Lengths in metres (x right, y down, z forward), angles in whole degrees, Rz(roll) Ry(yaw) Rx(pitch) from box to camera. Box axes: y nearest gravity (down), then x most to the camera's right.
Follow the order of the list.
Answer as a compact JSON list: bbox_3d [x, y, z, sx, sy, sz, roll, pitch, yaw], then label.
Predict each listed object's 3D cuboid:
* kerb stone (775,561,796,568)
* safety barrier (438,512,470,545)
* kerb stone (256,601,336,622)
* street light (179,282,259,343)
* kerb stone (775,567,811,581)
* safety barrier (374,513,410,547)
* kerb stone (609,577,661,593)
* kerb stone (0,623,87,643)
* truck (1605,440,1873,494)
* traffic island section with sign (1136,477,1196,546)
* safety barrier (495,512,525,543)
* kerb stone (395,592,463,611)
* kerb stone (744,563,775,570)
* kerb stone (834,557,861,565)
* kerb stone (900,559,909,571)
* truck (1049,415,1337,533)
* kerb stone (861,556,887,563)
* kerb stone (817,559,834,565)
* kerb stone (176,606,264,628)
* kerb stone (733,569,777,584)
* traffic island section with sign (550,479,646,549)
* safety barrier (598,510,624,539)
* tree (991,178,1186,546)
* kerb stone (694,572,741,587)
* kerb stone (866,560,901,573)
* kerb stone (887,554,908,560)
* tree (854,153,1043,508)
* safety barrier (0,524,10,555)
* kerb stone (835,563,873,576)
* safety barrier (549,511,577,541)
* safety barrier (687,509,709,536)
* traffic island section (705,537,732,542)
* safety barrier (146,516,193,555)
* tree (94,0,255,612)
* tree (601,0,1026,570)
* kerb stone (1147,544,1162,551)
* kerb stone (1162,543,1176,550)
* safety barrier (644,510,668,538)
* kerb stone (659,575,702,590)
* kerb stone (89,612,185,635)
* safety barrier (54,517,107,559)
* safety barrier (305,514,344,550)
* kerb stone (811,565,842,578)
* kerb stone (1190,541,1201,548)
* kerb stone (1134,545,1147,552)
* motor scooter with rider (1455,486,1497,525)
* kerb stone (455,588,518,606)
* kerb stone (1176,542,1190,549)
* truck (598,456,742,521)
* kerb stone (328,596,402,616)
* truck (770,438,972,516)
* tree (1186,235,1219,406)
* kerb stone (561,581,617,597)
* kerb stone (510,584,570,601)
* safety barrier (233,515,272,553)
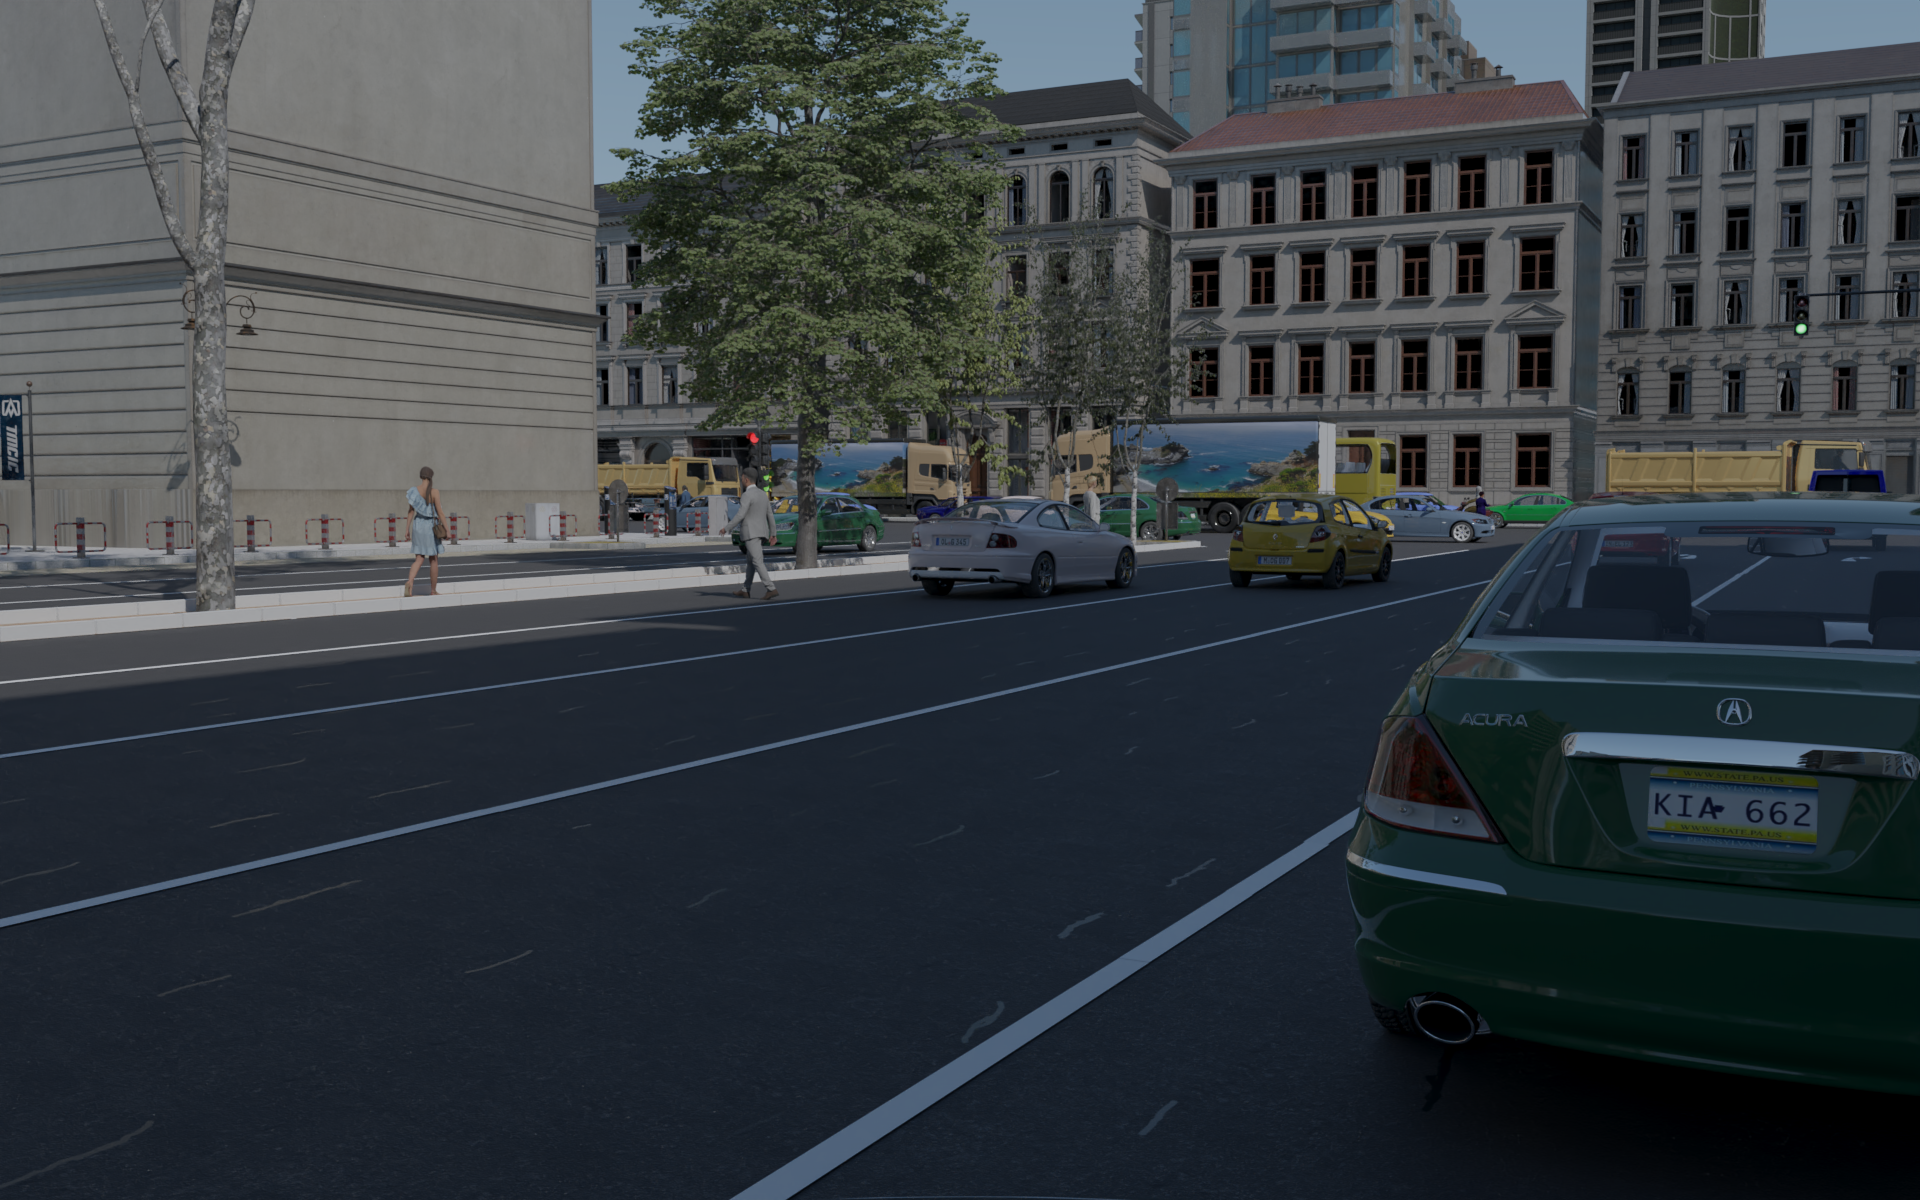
[{"bbox_3d":[-3.284,-0.639,32.760,0.120,0.150,1.000,2,4,28],"label":"kerb stone"},{"bbox_3d":[-12.733,-1.791,43.560,0.300,0.817,1.120,2,4,28],"label":"safety barrier"},{"bbox_3d":[-7.647,0.140,19.922,0.120,0.150,1.000,2,4,28],"label":"kerb stone"},{"bbox_3d":[-16.104,-3.977,37.814,0.468,5.910,1.993,2,4,28],"label":"street light"},{"bbox_3d":[-2.868,-0.416,29.047,0.120,0.150,1.000,2,4,28],"label":"kerb stone"},{"bbox_3d":[-13.683,-1.680,41.738,0.300,0.817,1.120,2,4,28],"label":"safety barrier"},{"bbox_3d":[-4.779,-0.196,25.393,0.120,0.150,1.000,2,4,28],"label":"kerb stone"},{"bbox_3d":[-9.074,0.312,17.178,0.120,0.150,1.000,2,4,28],"label":"kerb stone"},{"bbox_3d":[29.107,-4.150,63.769,9.791,3.379,3.469,2,4,30],"label":"truck"},{"bbox_3d":[5.397,-2.378,47.014,2.006,1.907,1.989,2,4,28],"label":"traffic island section with sign"},{"bbox_3d":[-11.782,-1.902,45.374,0.300,0.817,1.120,2,4,28],"label":"safety barrier"},{"bbox_3d":[-6.678,0.028,21.745,0.120,0.150,1.000,2,4,28],"label":"kerb stone"},{"bbox_3d":[-3.771,-0.590,31.845,0.120,0.150,1.000,2,4,28],"label":"kerb stone"},{"bbox_3d":[-2.333,-0.751,34.585,0.120,0.150,1.000,2,4,28],"label":"kerb stone"},{"bbox_3d":[-0.956,-0.642,32.699,0.120,0.150,1.000,2,4,28],"label":"kerb stone"},{"bbox_3d":[8.262,-4.655,65.024,11.283,4.237,2.839,2,4,27],"label":"truck"},{"bbox_3d":[-1.858,-0.805,35.501,0.120,0.150,1.000,2,4,28],"label":"kerb stone"},{"bbox_3d":[-2.814,-0.700,33.673,0.120,0.150,1.000,2,4,28],"label":"kerb stone"},{"bbox_3d":[-8.123,0.195,19.003,0.120,0.150,1.000,2,4,28],"label":"kerb stone"},{"bbox_3d":[-3.341,-0.363,28.123,0.120,0.150,1.000,2,4,28],"label":"kerb stone"},{"bbox_3d":[-9.406,-2.267,45.700,1.989,1.847,2.006,2,4,28],"label":"traffic island section with sign"},{"bbox_3d":[-9.870,-2.125,49.024,0.300,0.817,1.120,2,4,28],"label":"safety barrier"},{"bbox_3d":[2.579,-5.371,40.632,4.360,8.622,3.978,0,3,0],"label":"tree"},{"bbox_3d":[-3.826,-0.306,27.217,0.120,0.150,1.000,2,4,28],"label":"kerb stone"},{"bbox_3d":[-1.426,-0.586,31.784,0.120,0.150,1.000,2,4,28],"label":"kerb stone"},{"bbox_3d":[-1.378,-0.864,36.411,0.120,0.150,1.000,2,4,28],"label":"kerb stone"},{"bbox_3d":[-0.060,-5.125,36.605,4.737,8.622,4.395,0,3,0],"label":"tree"},{"bbox_3d":[-18.450,-1.124,32.647,0.300,0.817,1.120,2,4,28],"label":"safety barrier"},{"bbox_3d":[-1.904,-0.528,30.868,0.120,0.150,1.000,2,4,28],"label":"kerb stone"},{"bbox_3d":[-10.820,-2.014,47.209,0.300,0.817,1.120,2,4,28],"label":"safety barrier"},{"bbox_3d":[-7.964,-2.348,52.657,0.300,0.817,1.120,2,4,28],"label":"safety barrier"},{"bbox_3d":[-6.110,-1.863,52.748,2.009,0.180,2.903,2,4,28],"label":"traffic island section"},{"bbox_3d":[-16.550,-1.346,36.282,0.300,0.817,1.120,2,4,28],"label":"safety barrier"},{"bbox_3d":[-9.251,-9.927,20.659,12.611,20.169,13.585,0,3,0],"label":"tree"},{"bbox_3d":[-2.618,-6.734,30.678,7.486,12.596,7.792,0,3,0],"label":"tree"},{"bbox_3d":[4.793,-1.312,43.654,0.120,0.150,1.000,2,4,28],"label":"kerb stone"},{"bbox_3d":[5.267,-1.367,44.567,0.120,0.150,1.000,2,4,28],"label":"kerb stone"},{"bbox_3d":[-8.916,-2.237,50.843,0.300,0.817,1.120,2,4,28],"label":"safety barrier"},{"bbox_3d":[-4.303,-0.251,26.304,0.120,0.150,1.000,2,4,28],"label":"kerb stone"},{"bbox_3d":[-8.599,0.254,18.092,0.120,0.150,1.000,2,4,28],"label":"kerb stone"},{"bbox_3d":[-17.497,-1.235,34.465,0.300,0.817,1.120,2,4,28],"label":"safety barrier"},{"bbox_3d":[-14.637,-1.569,39.925,0.300,0.817,1.120,2,4,28],"label":"safety barrier"},{"bbox_3d":[-2.393,-0.474,29.959,0.120,0.150,1.000,2,4,28],"label":"kerb stone"},{"bbox_3d":[6.217,-1.480,46.400,0.120,0.150,1.000,2,4,28],"label":"kerb stone"},{"bbox_3d":[4.311,-1.257,42.745,0.120,0.150,1.000,2,4,28],"label":"kerb stone"},{"bbox_3d":[20.052,-3.601,67.848,1.986,1.779,0.876,2,4,26],"label":"motor scooter with rider"},{"bbox_3d":[-6.206,-0.025,22.658,0.120,0.150,1.000,2,4,28],"label":"kerb stone"},{"bbox_3d":[5.744,-1.425,45.487,0.120,0.150,1.000,2,4,28],"label":"kerb stone"},{"bbox_3d":[-15.501,-5.832,91.275,9.791,3.379,3.469,2,4,26],"label":"truck"},{"bbox_3d":[-7.162,0.083,20.836,0.120,0.150,1.000,2,4,28],"label":"kerb stone"},{"bbox_3d":[-4.288,-6.099,88.638,11.283,4.237,2.839,2,4,26],"label":"truck"},{"bbox_3d":[4.685,-5.687,45.809,4.360,8.622,3.978,0,3,0],"label":"tree"},{"bbox_3d":[-5.254,-0.140,24.482,0.120,0.150,1.000,2,4,28],"label":"kerb stone"},{"bbox_3d":[-5.725,-0.084,23.566,0.120,0.150,1.000,2,4,28],"label":"kerb stone"},{"bbox_3d":[-15.600,-1.457,38.096,0.300,0.817,1.120,2,4,28],"label":"safety barrier"}]
